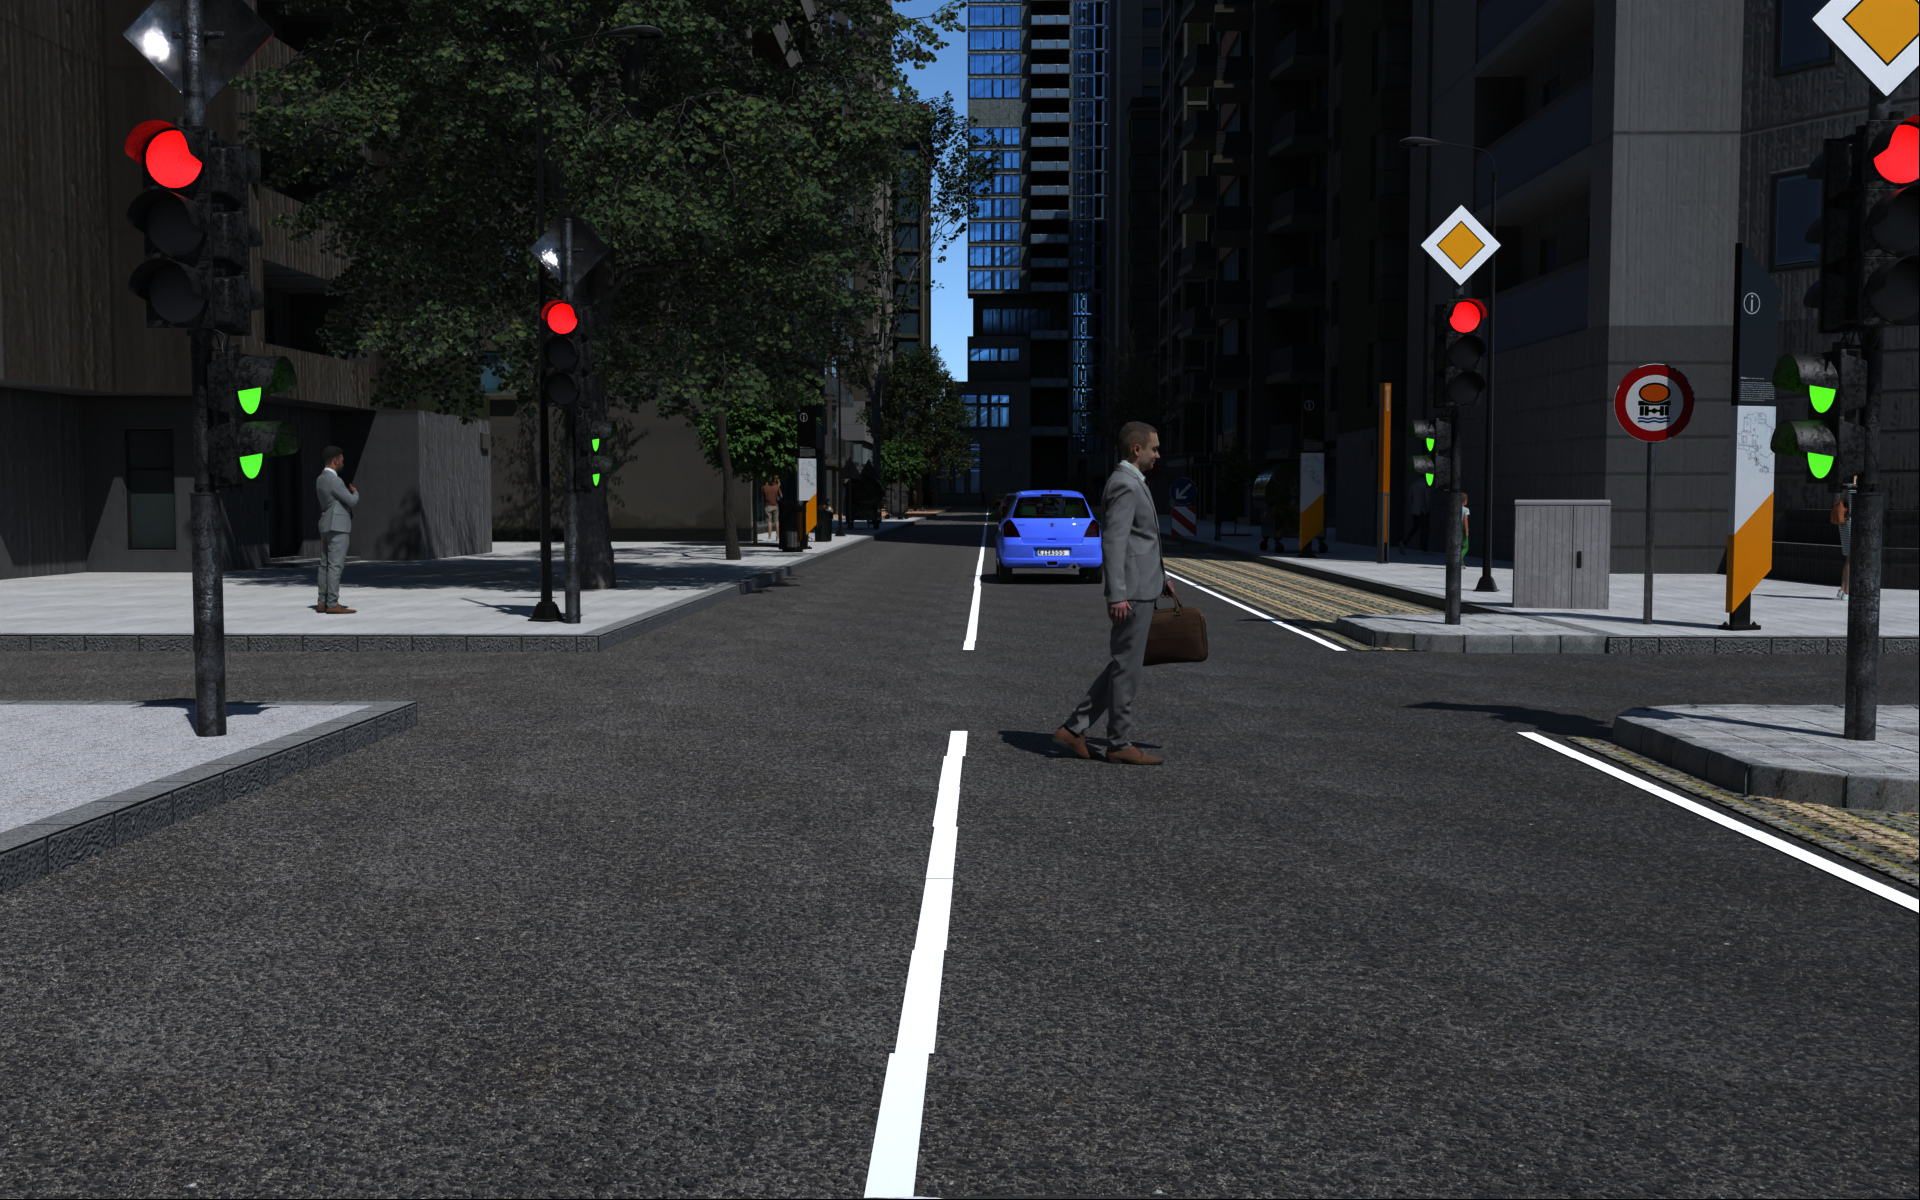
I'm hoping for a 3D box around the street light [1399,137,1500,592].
[{"bbox_3d":[6.408,-3.068,22.696,1.470,5.913,1.316,0,4,1],"label":"street light"}]

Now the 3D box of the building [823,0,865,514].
[{"bbox_3d":[-18.375,-29.812,107.033,23.786,49.044,30.456,0,4,1],"label":"building"}]

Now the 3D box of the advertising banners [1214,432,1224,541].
[{"bbox_3d":[7.206,-3.170,48.015,0.090,3.025,2.074,1,4,14],"label":"advertising banners"}]

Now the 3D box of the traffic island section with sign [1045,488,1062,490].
[{"bbox_3d":[6.649,-6.738,118.797,1.989,1.847,2.006,0,4,1],"label":"traffic island section with sign"}]

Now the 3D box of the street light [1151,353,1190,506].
[{"bbox_3d":[6.982,-5.174,57.139,1.470,5.913,1.316,0,4,1],"label":"street light"}]

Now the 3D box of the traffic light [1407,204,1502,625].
[{"bbox_3d":[4.834,-1.714,16.944,0.839,4.253,0.868,0,4,1],"label":"traffic light"}]

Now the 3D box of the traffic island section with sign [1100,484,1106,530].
[{"bbox_3d":[5.792,-3.734,69.686,1.989,1.847,2.006,0,4,1],"label":"traffic island section with sign"}]

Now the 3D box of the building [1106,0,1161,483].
[{"bbox_3d":[23.287,-37.179,149.879,21.231,58.520,28.212,0,4,1],"label":"building"}]

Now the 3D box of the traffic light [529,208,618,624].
[{"bbox_3d":[-3.826,-1.722,17.078,0.839,4.253,0.868,0,4,1],"label":"traffic light"}]

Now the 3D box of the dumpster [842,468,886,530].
[{"bbox_3d":[-3.514,-3.717,63.266,1.502,2.255,1.985,0,4,1],"label":"dumpster"}]

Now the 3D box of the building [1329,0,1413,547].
[{"bbox_3d":[17.218,-16.895,47.937,14.160,30.474,14.107,0,4,1],"label":"building"}]

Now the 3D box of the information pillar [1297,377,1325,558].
[{"bbox_3d":[7.081,-2.662,34.877,0.504,3.616,0.183,-1,4,-11],"label":"information pillar"}]

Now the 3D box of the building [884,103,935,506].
[{"bbox_3d":[-17.385,-32.699,189.253,28.867,44.769,22.147,0,4,1],"label":"building"}]

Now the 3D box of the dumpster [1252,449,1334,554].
[{"bbox_3d":[7.323,-2.179,38.122,1.502,2.255,1.985,0,4,1],"label":"dumpster"}]

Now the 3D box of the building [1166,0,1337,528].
[{"bbox_3d":[21.487,-25.825,76.863,22.147,44.769,28.867,0,4,1],"label":"building"}]

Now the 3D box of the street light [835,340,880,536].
[{"bbox_3d":[-3.101,-4.887,52.437,1.470,5.913,1.316,0,4,1],"label":"street light"}]

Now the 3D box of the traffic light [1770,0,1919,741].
[{"bbox_3d":[4.696,-1.226,8.961,0.839,4.253,0.868,0,4,1],"label":"traffic light"}]

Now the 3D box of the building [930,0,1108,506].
[{"bbox_3d":[12.554,-53.540,188.044,31.000,86.520,22.319,0,4,1],"label":"building"}]

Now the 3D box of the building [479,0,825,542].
[{"bbox_3d":[-16.070,-26.419,55.657,21.300,48.544,21.600,0,4,1],"label":"building"}]

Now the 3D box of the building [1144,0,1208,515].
[{"bbox_3d":[21.889,-41.131,110.741,20.563,71.187,20.611,0,4,1],"label":"building"}]

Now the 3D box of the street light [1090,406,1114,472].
[{"bbox_3d":[7.609,-7.302,91.927,1.470,5.913,1.316,0,4,1],"label":"street light"}]

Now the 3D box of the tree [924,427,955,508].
[{"bbox_3d":[-2.368,-12.622,156.738,4.360,8.622,3.978,0,3,0],"label":"tree"}]

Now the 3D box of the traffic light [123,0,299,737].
[{"bbox_3d":[-3.965,-1.234,9.094,0.839,4.253,0.868,0,4,1],"label":"traffic light"}]

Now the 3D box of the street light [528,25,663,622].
[{"bbox_3d":[-3.642,-2.740,17.338,1.470,5.913,1.316,0,4,1],"label":"street light"}]

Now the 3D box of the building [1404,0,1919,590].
[{"bbox_3d":[24.424,-29.866,30.310,28.212,58.520,21.231,0,4,1],"label":"building"}]

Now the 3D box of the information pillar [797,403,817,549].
[{"bbox_3d":[-3.579,-2.994,40.313,0.504,3.616,0.183,-2,4,-35],"label":"information pillar"}]

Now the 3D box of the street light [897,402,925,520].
[{"bbox_3d":[-2.457,-7.001,87.002,1.470,5.913,1.316,0,4,1],"label":"street light"}]

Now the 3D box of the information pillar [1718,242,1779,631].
[{"bbox_3d":[7.450,-1.526,16.301,0.504,3.616,0.183,-1,4,-21],"label":"information pillar"}]

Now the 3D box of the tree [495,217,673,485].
[{"bbox_3d":[-9.424,-5.721,43.902,4.360,8.622,3.978,0,3,0],"label":"tree"}]

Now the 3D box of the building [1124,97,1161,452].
[{"bbox_3d":[19.139,-21.881,129.459,14.160,30.474,14.107,0,4,1],"label":"building"}]

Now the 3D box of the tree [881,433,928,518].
[{"bbox_3d":[-3.367,-6.740,93.918,4.285,4.588,4.351,0,3,0],"label":"tree"}]

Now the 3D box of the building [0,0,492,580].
[{"bbox_3d":[-17.422,-15.824,30.422,14.160,30.474,14.107,0,4,1],"label":"building"}]

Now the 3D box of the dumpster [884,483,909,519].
[{"bbox_3d":[-3.258,-5.088,88.953,1.264,1.857,1.865,0,4,1],"label":"dumpster"}]

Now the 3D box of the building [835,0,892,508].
[{"bbox_3d":[-19.576,-34.319,150.362,27.495,52.752,28.713,0,4,1],"label":"building"}]

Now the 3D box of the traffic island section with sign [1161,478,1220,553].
[{"bbox_3d":[5.320,-2.086,42.735,1.989,1.847,2.006,0,4,1],"label":"traffic island section with sign"}]

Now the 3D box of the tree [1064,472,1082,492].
[{"bbox_3d":[10.124,-9.809,154.980,1.663,3.219,1.824,0,3,0],"label":"tree"}]
